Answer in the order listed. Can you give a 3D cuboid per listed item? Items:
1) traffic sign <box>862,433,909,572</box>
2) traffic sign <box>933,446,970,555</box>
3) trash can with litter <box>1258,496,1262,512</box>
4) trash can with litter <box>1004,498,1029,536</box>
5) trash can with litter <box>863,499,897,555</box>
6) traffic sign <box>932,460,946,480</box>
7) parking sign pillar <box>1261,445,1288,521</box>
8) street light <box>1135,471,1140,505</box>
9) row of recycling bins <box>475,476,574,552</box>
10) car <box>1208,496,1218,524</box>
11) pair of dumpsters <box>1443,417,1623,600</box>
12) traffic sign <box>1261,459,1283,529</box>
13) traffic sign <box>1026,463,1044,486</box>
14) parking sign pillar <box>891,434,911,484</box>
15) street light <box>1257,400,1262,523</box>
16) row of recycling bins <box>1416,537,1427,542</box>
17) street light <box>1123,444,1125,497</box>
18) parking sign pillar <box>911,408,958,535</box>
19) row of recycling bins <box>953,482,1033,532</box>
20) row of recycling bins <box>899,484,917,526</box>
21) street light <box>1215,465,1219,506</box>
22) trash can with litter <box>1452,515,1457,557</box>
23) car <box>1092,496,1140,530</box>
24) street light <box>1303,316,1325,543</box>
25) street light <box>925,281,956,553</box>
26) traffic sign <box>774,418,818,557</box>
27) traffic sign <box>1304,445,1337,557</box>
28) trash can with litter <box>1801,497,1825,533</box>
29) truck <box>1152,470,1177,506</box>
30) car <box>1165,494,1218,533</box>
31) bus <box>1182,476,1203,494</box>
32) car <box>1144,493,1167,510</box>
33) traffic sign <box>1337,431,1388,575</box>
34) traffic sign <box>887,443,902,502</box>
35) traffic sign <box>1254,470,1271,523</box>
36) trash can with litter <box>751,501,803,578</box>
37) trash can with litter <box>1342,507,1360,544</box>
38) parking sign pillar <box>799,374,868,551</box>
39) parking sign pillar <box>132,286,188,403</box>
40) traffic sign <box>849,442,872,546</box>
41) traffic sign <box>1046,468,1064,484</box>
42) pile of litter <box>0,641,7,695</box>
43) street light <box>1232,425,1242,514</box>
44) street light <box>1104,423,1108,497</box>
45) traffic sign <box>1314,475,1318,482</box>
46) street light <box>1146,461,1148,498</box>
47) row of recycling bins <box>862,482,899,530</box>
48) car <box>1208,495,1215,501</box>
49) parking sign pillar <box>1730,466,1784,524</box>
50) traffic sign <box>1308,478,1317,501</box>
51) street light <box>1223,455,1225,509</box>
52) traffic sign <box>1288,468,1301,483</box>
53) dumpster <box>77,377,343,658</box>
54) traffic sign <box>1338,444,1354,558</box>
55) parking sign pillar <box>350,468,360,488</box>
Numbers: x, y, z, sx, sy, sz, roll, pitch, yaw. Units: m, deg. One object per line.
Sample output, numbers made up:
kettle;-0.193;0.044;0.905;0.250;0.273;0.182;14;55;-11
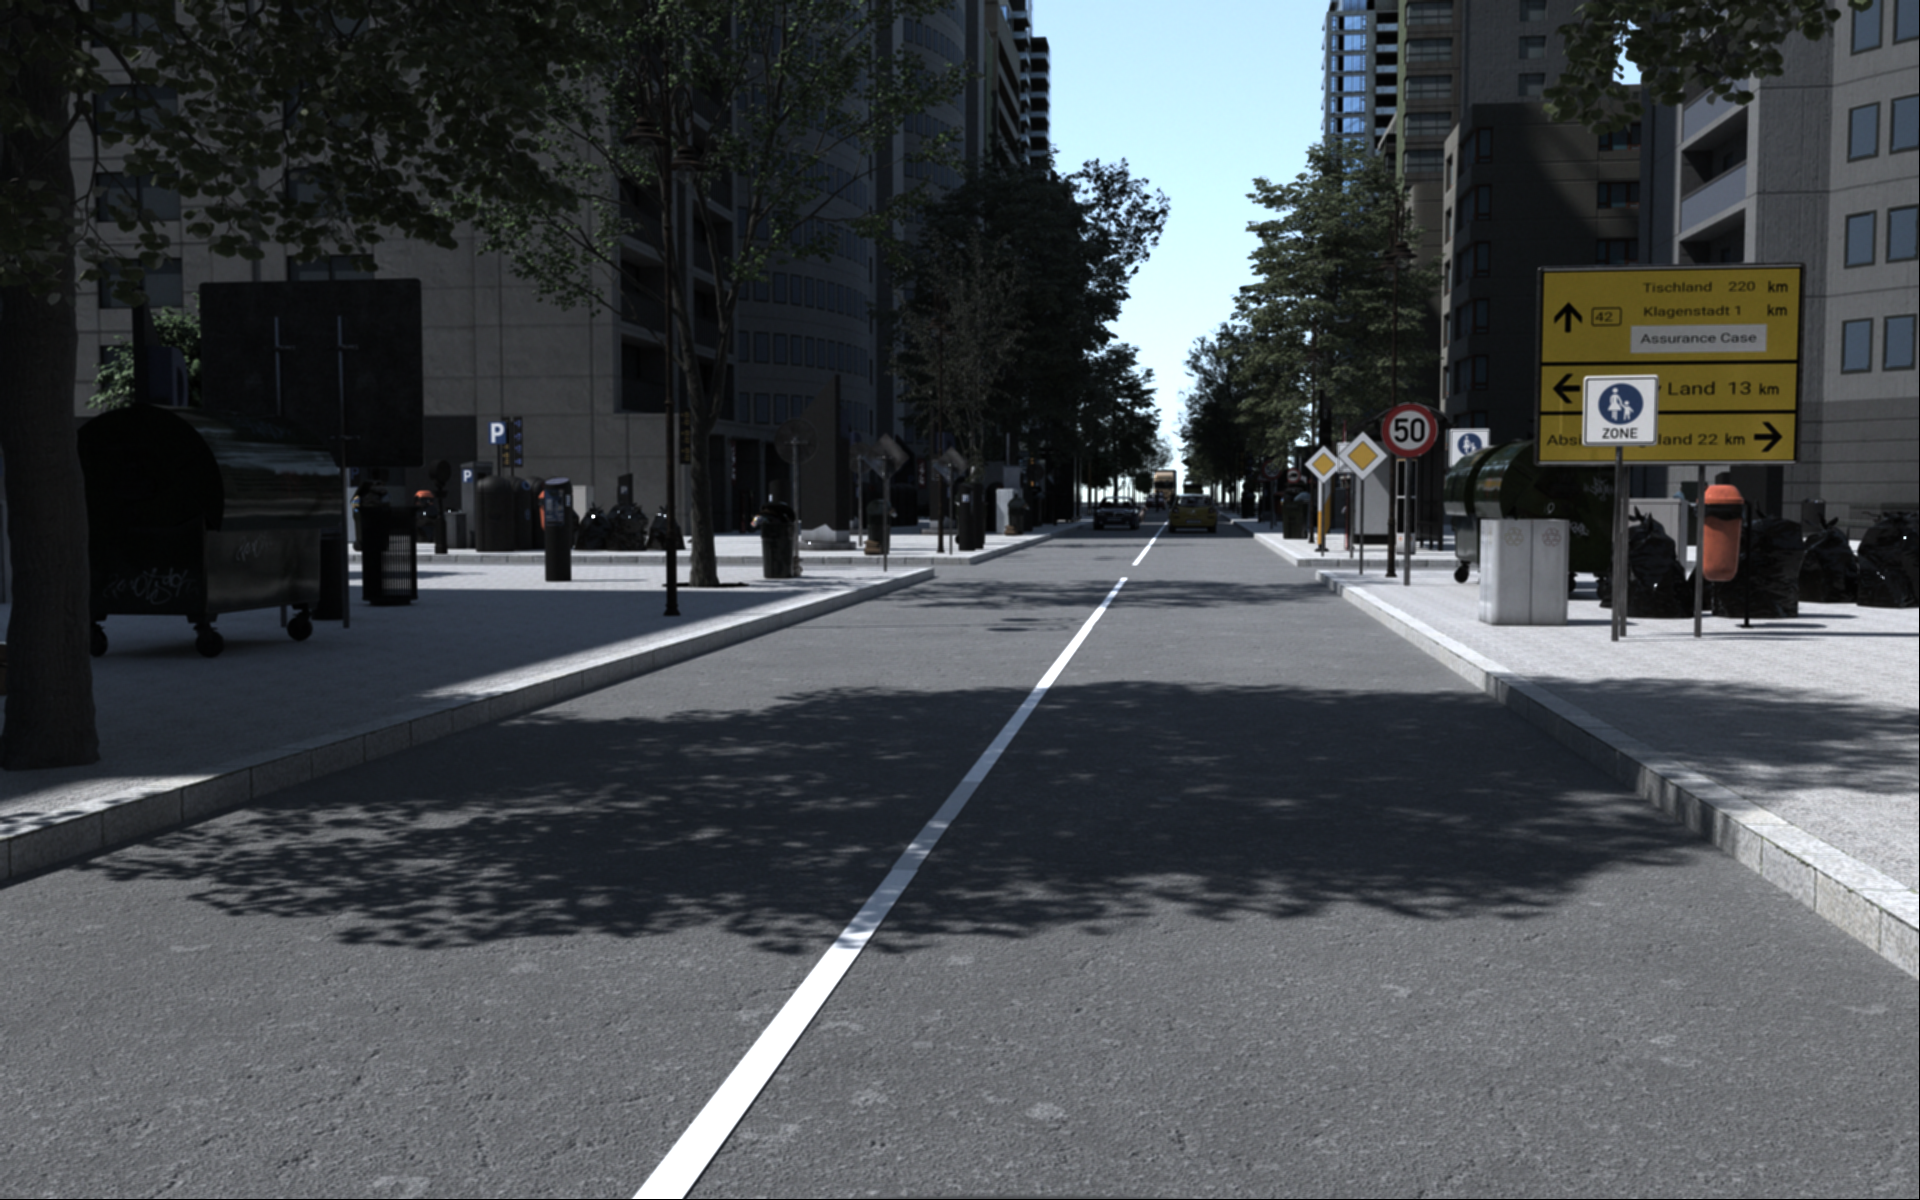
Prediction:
traffic sign;-1.232;-1.525;28.581;0.795;2.450;0.064;0;4;7
traffic sign;-0.189;-2.010;36.498;0.795;2.450;0.064;0;4;7
trash can with litter;19.445;-6.013;109.699;1.055;1.170;0.624;-1;4;-15
trash can with litter;1.743;-2.592;53.764;0.624;1.170;1.055;1;4;16
trash can with litter;-1.710;-1.549;36.711;0.624;1.170;1.055;0;4;6
traffic sign;-0.549;-3.031;51.679;0.606;2.300;0.079;1;4;10
parking sign pillar;14.972;-5.743;82.368;1.447;3.967;1.447;-2;4;-34
street light;20.297;-13.615;195.394;0.468;5.910;1.993;0;4;7
row of recycling bins;-10.038;-2.003;39.858;1.069;1.692;3.534;1;4;16
car;11.529;-4.355;83.781;1.945;1.354;3.894;0;4;6
pair of dumpsters;7.511;-1.247;22.881;1.574;2.255;4.437;0;4;7
traffic sign;11.405;-3.867;63.327;0.768;2.556;0.104;1;4;14
traffic sign;3.093;-4.368;71.529;0.768;2.556;0.104;1;4;12
parking sign pillar;-2.575;-5.459;77.719;1.447;3.967;1.447;-3;4;-38
street light;13.449;-6.411;77.609;0.468;5.910;1.993;0;4;7
row of recycling bins;12.501;-2.518;48.279;1.069;1.692;3.534;1;4;19
street light;13.735;-10.530;144.950;0.468;5.910;1.993;0;4;7
parking sign pillar;-0.539;-4.051;54.708;1.447;3.967;1.447;1;4;20
row of recycling bins;0.868;-3.158;58.751;3.534;1.692;1.069;-2;4;-32
row of recycling bins;-2.496;-3.816;69.507;1.069;1.692;3.534;1;4;16
street light;27.615;-12.981;185.030;0.468;5.910;1.993;0;4;7
trash can with litter;10.388;-1.430;34.768;0.624;1.170;1.055;-2;4;-27
car;6.364;-3.528;70.262;1.945;1.354;3.894;1;4;8
street light;9.218;-4.431;45.227;0.468;5.910;1.993;0;4;7
street light;-0.422;-3.973;37.747;0.468;5.910;1.993;0;4;7
traffic sign;-2.755;-1.773;29.090;0.768;2.556;0.104;1;4;11
traffic sign;7.437;-1.947;35.477;0.795;2.450;0.064;0;4;7
trash can with litter;20.451;-1.919;42.438;2.233;1.210;1.678;1;4;20
truck;23.979;-13.065;202.521;2.839;4.237;11.283;1;4;8
car;8.694;-3.347;64.939;2.015;1.641;3.980;0;4;6
bus;32.104;-15.123;238.802;2.896;3.916;12.252;0;4;7
car;17.884;-9.128;158.284;2.155;1.783;4.494;1;4;8
traffic sign;6.394;-1.463;27.560;0.795;2.450;0.064;0;4;7
traffic sign;-1.720;-2.530;41.469;0.768;2.556;0.104;1;4;16
traffic sign;13.427;-4.680;76.528;0.884;2.594;0.081;1;4;15
trash can with litter;-2.780;-0.930;26.588;0.624;1.170;1.055;1;4;8
trash can with litter;10.432;-2.036;44.681;1.055;1.170;0.624;-1;4;-14
parking sign pillar;-3.098;-3.132;39.685;1.447;3.967;1.447;-3;5;-43
parking sign pillar;-10.681;-2.124;23.204;1.447;3.967;1.447;-1;4;-14
traffic sign;-2.437;-2.584;42.351;0.768;2.556;0.104;1;4;13
traffic sign;4.054;-4.452;73.979;0.795;2.450;0.064;1;4;17
pile of litter;-6.491;0.163;11.306;1.176;0.858;1.719;1;4;8
street light;17.632;-8.364;109.542;0.468;5.910;1.993;0;4;7
street light;9.417;-8.570;112.909;0.468;5.910;1.993;0;4;7
traffic sign;15.854;-4.667;76.411;0.768;2.556;0.104;1;4;15
street light;24.458;-15.568;227.321;0.468;5.910;1.993;0;4;7
row of recycling bins;-3.462;-3.122;58.164;1.069;1.692;3.534;2;4;27
car;18.032;-7.186;129.498;2.014;1.417;4.499;0;4;8
parking sign pillar;17.688;-3.057;38.461;1.447;3.967;1.447;-1;4;-11
traffic sign;17.221;-5.113;83.605;0.884;2.594;0.081;1;4;12
street light;23.400;-11.029;153.111;0.468;5.910;1.993;0;4;7
traffic sign;16.063;-5.108;83.616;0.768;2.556;0.104;1;4;13
dumpster;-6.278;-0.725;14.353;1.502;2.255;1.985;0;4;8
traffic sign;7.806;-1.978;34.462;0.606;2.300;0.079;1;4;11
parking sign pillar;-37.816;-7.186;105.970;1.447;3.967;1.447;-2;4;-33
